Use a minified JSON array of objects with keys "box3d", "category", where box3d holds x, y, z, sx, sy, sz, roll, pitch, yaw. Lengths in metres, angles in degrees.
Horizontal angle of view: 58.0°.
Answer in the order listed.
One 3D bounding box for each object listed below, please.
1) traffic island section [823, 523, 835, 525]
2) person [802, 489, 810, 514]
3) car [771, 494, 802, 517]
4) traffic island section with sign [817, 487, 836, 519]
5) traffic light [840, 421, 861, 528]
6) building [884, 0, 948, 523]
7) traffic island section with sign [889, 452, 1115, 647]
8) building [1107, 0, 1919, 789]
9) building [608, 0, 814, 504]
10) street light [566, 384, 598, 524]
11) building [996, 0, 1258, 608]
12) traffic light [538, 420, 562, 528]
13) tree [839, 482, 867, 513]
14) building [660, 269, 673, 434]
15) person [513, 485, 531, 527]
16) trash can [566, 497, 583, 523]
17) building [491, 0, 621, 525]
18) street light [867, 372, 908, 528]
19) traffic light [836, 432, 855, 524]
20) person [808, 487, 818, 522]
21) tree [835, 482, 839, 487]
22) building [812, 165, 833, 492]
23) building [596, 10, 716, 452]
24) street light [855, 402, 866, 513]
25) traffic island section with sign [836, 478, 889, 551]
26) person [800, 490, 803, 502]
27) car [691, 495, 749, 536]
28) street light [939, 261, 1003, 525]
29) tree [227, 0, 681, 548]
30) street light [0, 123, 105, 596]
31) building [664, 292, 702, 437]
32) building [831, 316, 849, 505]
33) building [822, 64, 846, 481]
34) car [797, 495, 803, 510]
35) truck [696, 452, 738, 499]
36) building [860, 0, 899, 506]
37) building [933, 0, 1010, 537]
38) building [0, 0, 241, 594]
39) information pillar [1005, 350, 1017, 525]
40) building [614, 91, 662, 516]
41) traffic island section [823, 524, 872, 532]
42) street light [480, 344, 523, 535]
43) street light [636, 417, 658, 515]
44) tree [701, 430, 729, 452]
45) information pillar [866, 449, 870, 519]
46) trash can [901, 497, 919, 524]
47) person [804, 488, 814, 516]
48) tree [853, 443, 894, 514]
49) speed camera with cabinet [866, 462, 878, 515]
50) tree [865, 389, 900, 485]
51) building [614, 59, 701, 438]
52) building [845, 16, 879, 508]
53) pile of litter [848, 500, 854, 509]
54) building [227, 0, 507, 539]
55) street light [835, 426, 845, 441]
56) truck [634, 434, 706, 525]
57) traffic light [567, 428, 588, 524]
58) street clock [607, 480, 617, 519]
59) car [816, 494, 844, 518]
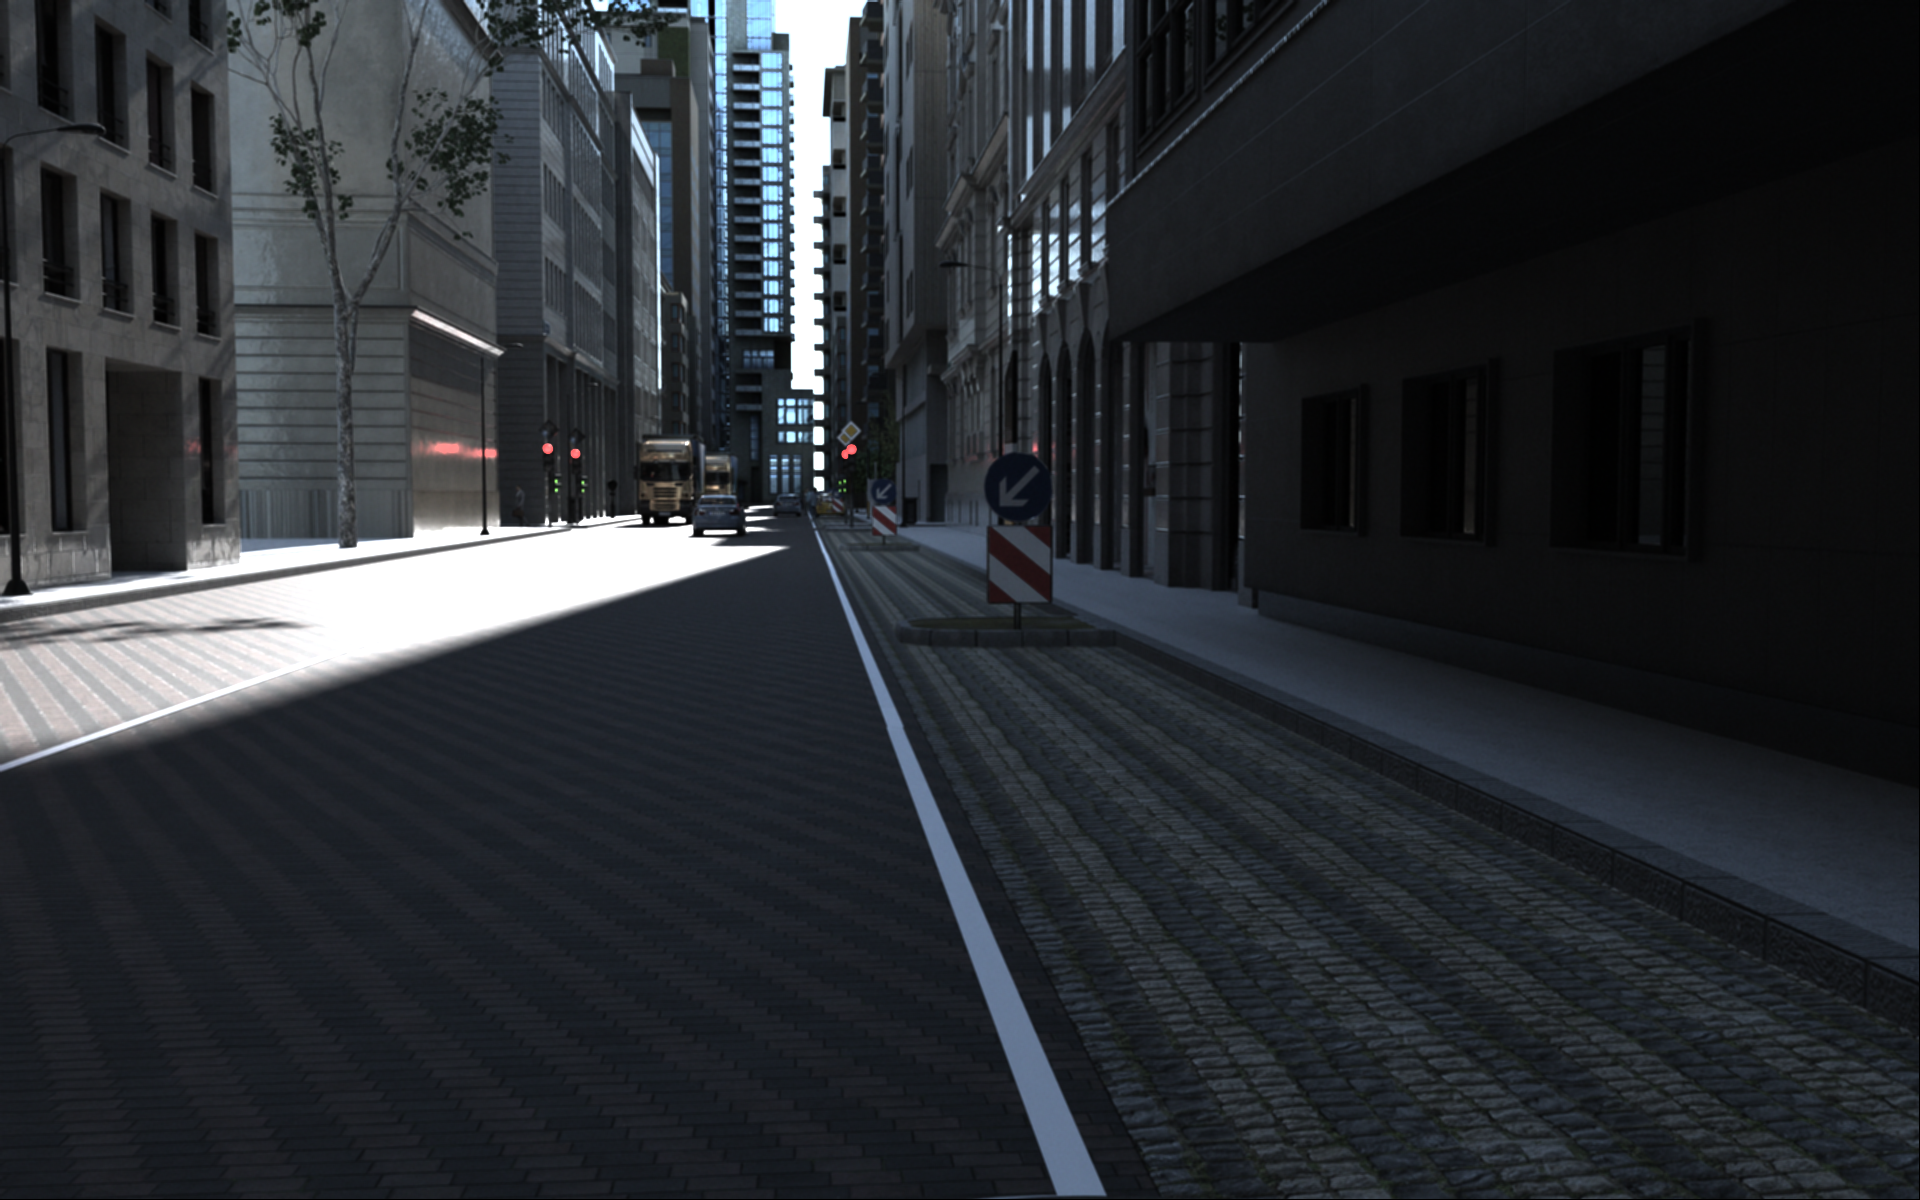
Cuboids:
[{"box3d":[-4.857,-3.180,74.271,2.009,0.180,2.903,0,4,-5],"category":"traffic island section"},{"box3d":[-10.778,-6.891,121.444,0.520,1.790,0.573,-2,4,-31],"category":"person"},{"box3d":[-11.102,-6.066,111.182,2.014,1.417,4.499,0,4,-7],"category":"car"},{"box3d":[-7.099,-5.513,98.768,1.989,1.847,2.006,0,4,-5],"category":"traffic island section with sign"},{"box3d":[-4.169,-4.727,66.201,0.839,4.253,0.868,0,4,-5],"category":"traffic light"},{"box3d":[9.672,-30.543,88.623,27.495,52.752,28.713,0,4,-5],"category":"building"},{"box3d":[0.377,-0.516,17.058,1.989,1.847,2.006,0,4,-5],"category":"traffic island section with sign"},{"box3d":[9.555,-13.012,6.250,14.314,27.812,24.014,0,4,-5],"category":"building"},{"box3d":[-36.028,-56.717,239.988,31.000,86.520,22.319,0,4,-5],"category":"building"},{"box3d":[-15.944,-6.148,73.053,1.470,5.913,1.316,0,4,-5],"category":"street light"},{"box3d":[8.063,-11.557,30.755,13.314,21.916,24.055,0,4,-5],"category":"building"},{"box3d":[-15.432,-4.663,65.156,0.839,4.253,0.868,0,4,-5],"category":"traffic light"},{"box3d":[-6.650,-7.384,115.335,1.663,3.219,1.824,0,3,0],"category":"tree"},{"box3d":[-28.403,-18.088,131.899,11.583,22.565,21.152,0,4,-5],"category":"building"},{"box3d":[-17.838,-3.766,70.194,0.853,1.813,0.709,-3,5,-42],"category":"person"},{"box3d":[-16.971,-3.954,76.298,0.748,1.137,0.748,0,3,0],"category":"trash can"},{"box3d":[-24.151,-18.883,86.234,11.434,29.767,29.804,0,4,-5],"category":"building"},{"box3d":[-2.702,-5.736,66.322,1.470,5.913,1.316,0,4,-5],"category":"street light"},{"box3d":[-4.898,-5.213,74.153,0.839,4.253,0.868,0,4,-5],"category":"traffic light"},{"box3d":[-7.539,-4.911,89.067,0.793,1.790,0.793,1,4,10],"category":"person"},{"box3d":[-9.957,-9.691,153.053,1.663,3.219,1.824,0,3,0],"category":"tree"},{"box3d":[-5.490,-38.252,245.035,30.456,49.044,23.786,0,4,-5],"category":"building"},{"box3d":[-44.210,-40.893,210.606,28.212,58.520,21.231,0,4,-5],"category":"building"},{"box3d":[-4.566,-7.009,87.143,1.470,5.913,1.316,0,4,-5],"category":"street light"},{"box3d":[-2.069,-2.157,43.903,1.989,1.847,2.006,0,4,-5],"category":"traffic island section with sign"},{"box3d":[-15.541,-9.842,169.506,0.705,1.814,1.350,1,4,17],"category":"person"},{"box3d":[-8.353,-2.949,60.218,2.014,1.417,4.499,0,4,-5],"category":"car"},{"box3d":[0.276,-3.803,34.719,1.470,5.913,1.316,0,4,-5],"category":"street light"},{"box3d":[-13.221,-11.268,40.121,12.611,20.169,13.585,0,3,0],"category":"tree"},{"box3d":[-11.422,-3.015,21.830,1.470,5.913,1.316,0,4,-5],"category":"street light"},{"box3d":[-38.833,-19.344,161.311,27.650,21.520,28.899,0,4,-5],"category":"building"},{"box3d":[0.450,-20.748,184.274,27.650,21.520,28.899,0,4,-5],"category":"building"},{"box3d":[-2.186,-38.076,211.776,28.713,52.752,27.495,0,4,-5],"category":"building"},{"box3d":[-15.457,-9.068,160.843,1.945,1.354,3.894,0,4,-5],"category":"car"},{"box3d":[-16.682,-7.931,118.587,2.839,4.237,11.283,0,4,-5],"category":"truck"},{"box3d":[3.523,-29.404,135.377,22.147,44.769,28.867,0,4,-5],"category":"building"},{"box3d":[6.625,-16.363,54.925,14.401,28.519,23.554,0,4,-5],"category":"building"},{"box3d":[-17.570,-10.246,22.281,10.420,20.320,16.860,0,4,-5],"category":"building"},{"box3d":[0.839,-2.268,28.440,0.183,3.616,0.504,-1,4,-14],"category":"information pillar"},{"box3d":[-26.146,-17.947,111.448,12.078,24.808,19.932,0,4,-5],"category":"building"},{"box3d":[-4.128,-2.693,66.319,2.009,0.180,2.903,0,4,-5],"category":"traffic island section"},{"box3d":[-14.227,-4.964,53.696,1.470,5.913,1.316,0,4,-5],"category":"street light"},{"box3d":[-18.836,-8.050,104.162,1.470,5.913,1.316,0,4,-5],"category":"street light"},{"box3d":[-28.345,-15.230,199.371,4.360,8.622,3.978,0,3,0],"category":"tree"},{"box3d":[-4.736,-5.996,89.392,0.183,3.616,0.504,0,4,-6],"category":"information pillar"},{"box3d":[-2.136,-3.808,73.914,0.748,1.137,0.748,0,3,0],"category":"trash can"},{"box3d":[-9.963,-6.484,114.384,0.748,1.841,0.638,1,4,16],"category":"person"},{"box3d":[-5.760,-7.811,111.417,4.285,4.588,4.351,0,3,0],"category":"tree"},{"box3d":[-5.428,-6.861,106.512,0.660,3.252,2.038,0,4,-6],"category":"speed camera with cabinet"},{"box3d":[-4.296,-10.292,118.635,4.737,8.622,4.395,0,3,0],"category":"tree"},{"box3d":[-34.787,-32.565,182.553,14.600,45.320,14.200,0,4,-5],"category":"building"},{"box3d":[-3.520,-31.283,161.586,14.600,45.320,14.200,0,4,-5],"category":"building"},{"box3d":[-9.449,-8.130,146.895,1.176,0.858,1.719,0,4,-6],"category":"pile of litter"},{"box3d":[-30.696,-13.591,55.497,30.059,22.955,16.112,0,4,-5],"category":"building"},{"box3d":[-7.559,-8.898,118.019,1.470,5.913,1.316,0,4,-5],"category":"street light"},{"box3d":[-13.849,-5.794,83.648,2.839,4.237,11.283,0,4,-5],"category":"truck"},{"box3d":[-16.161,-5.149,73.108,0.839,4.253,0.868,0,4,-5],"category":"traffic light"},{"box3d":[-18.046,-5.221,89.938,0.471,2.002,0.358,-2,4,-30],"category":"street clock"},{"box3d":[-7.777,-5.717,103.698,2.015,1.641,3.980,0,4,-6],"category":"car"}]
